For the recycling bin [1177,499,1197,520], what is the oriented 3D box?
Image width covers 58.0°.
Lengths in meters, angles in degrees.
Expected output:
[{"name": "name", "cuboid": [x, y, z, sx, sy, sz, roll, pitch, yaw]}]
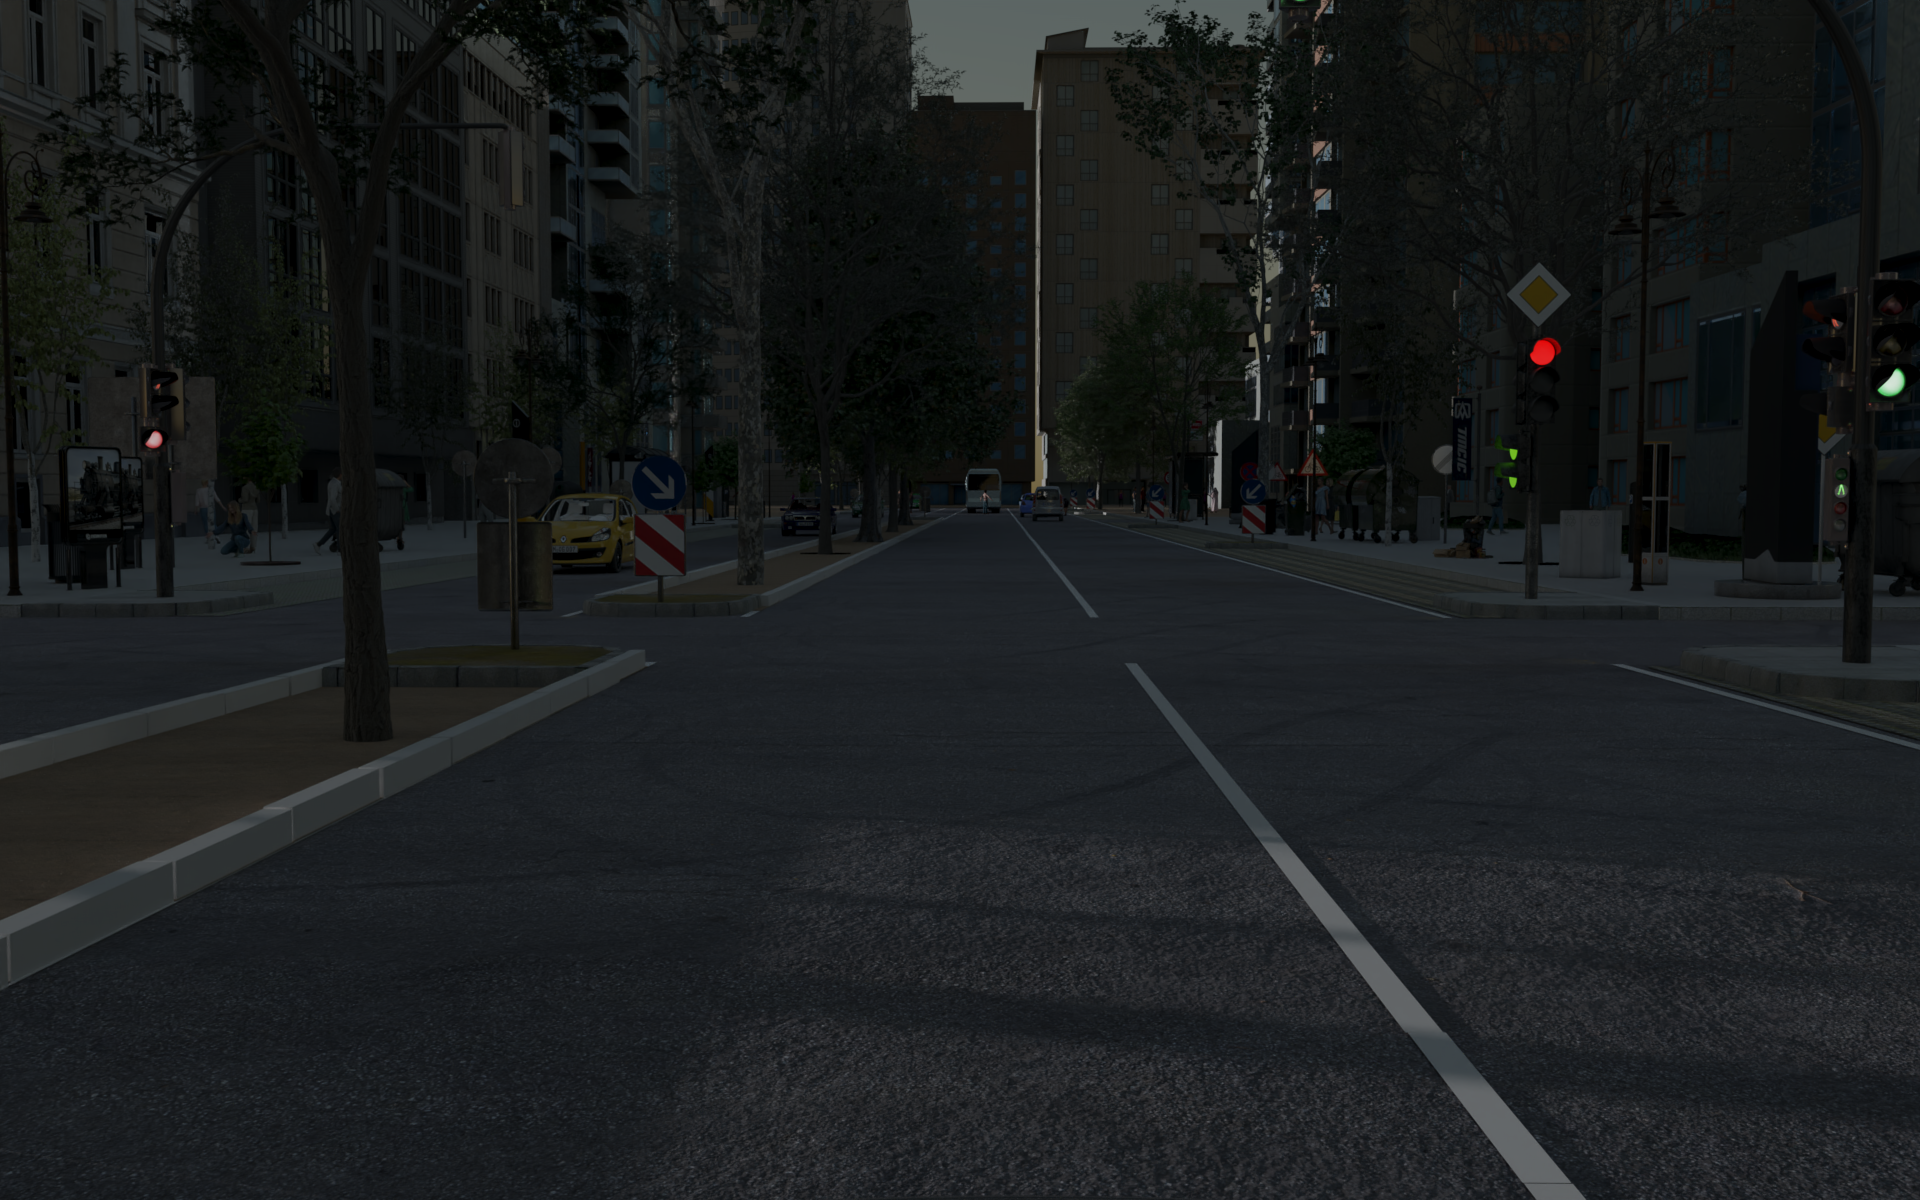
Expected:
[{"name": "recycling bin", "cuboid": [11.137, -4.431, 84.995, 0.722, 1.027, 0.722, -2, 4, -32]}]

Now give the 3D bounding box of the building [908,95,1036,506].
[{"name": "building", "cuboid": [1.397, -33.512, 198.039, 14.200, 45.320, 14.600, 0, 4, 1]}]

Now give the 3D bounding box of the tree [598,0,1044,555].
[{"name": "tree", "cuboid": [-3.154, -7.802, 40.392, 12.009, 13.543, 11.850, 0, 3, 0]}]

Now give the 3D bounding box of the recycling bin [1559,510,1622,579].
[{"name": "recycling bin", "cuboid": [9.695, -0.861, 26.631, 0.722, 1.027, 0.722, 3, 5, 40]}]

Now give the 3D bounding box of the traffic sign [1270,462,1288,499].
[{"name": "traffic sign", "cuboid": [12.849, -4.295, 70.219, 0.884, 2.594, 0.081, 1, 4, 10]}]

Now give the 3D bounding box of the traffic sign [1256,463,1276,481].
[{"name": "traffic sign", "cuboid": [12.164, -4.207, 68.890, 0.768, 2.556, 0.104, 1, 4, 9]}]

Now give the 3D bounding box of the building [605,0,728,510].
[{"name": "building", "cuboid": [-36.146, -32.431, 149.850, 30.456, 49.044, 23.786, 0, 4, 1]}]

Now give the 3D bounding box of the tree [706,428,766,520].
[{"name": "tree", "cuboid": [-11.215, -6.254, 85.966, 4.285, 4.588, 4.351, 0, 3, 0]}]

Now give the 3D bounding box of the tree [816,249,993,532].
[{"name": "tree", "cuboid": [-2.612, -8.833, 65.005, 7.486, 12.596, 7.792, 0, 3, 0]}]

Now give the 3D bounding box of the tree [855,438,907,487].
[{"name": "tree", "cuboid": [-2.748, -7.253, 71.405, 4.360, 8.622, 3.978, 0, 3, 0]}]

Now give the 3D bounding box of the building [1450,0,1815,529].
[{"name": "building", "cuboid": [36.930, -13.599, 67.387, 27.650, 21.520, 28.899, 0, 4, 1]}]

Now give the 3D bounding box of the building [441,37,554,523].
[{"name": "building", "cuboid": [-28.913, -16.420, 86.493, 12.078, 24.808, 19.932, 0, 4, 1]}]

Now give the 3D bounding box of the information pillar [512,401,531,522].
[{"name": "information pillar", "cuboid": [-11.023, -3.188, 43.486, 0.504, 3.616, 0.183, 2, 4, 24]}]

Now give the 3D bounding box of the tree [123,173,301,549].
[{"name": "tree", "cuboid": [-17.464, -5.496, 40.218, 4.360, 8.622, 3.978, 0, 3, 0]}]

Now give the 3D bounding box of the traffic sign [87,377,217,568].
[{"name": "traffic sign", "cuboid": [-14.036, -2.217, 30.114, 2.265, 3.308, 0.079, 0, 4, 3]}]

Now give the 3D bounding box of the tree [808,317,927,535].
[{"name": "tree", "cuboid": [-2.732, -6.490, 58.926, 4.737, 8.622, 4.395, 0, 3, 0]}]

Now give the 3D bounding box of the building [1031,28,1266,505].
[{"name": "building", "cuboid": [22.401, -37.670, 205.147, 27.495, 52.752, 28.713, 0, 4, 1]}]

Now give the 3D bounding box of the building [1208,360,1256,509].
[{"name": "building", "cuboid": [33.814, -50.796, 143.179, 22.319, 86.520, 31.000, 0, 4, 1]}]

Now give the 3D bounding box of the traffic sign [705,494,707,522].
[{"name": "traffic sign", "cuboid": [-11.730, -4.887, 79.907, 0.884, 2.594, 0.081, 0, 4, 8]}]

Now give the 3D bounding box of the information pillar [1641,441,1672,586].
[{"name": "information pillar", "cuboid": [9.770, -1.217, 24.385, 0.304, 2.012, 0.304, -1, 4, -23]}]

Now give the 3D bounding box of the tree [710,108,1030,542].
[{"name": "tree", "cuboid": [-2.698, -8.063, 51.299, 9.611, 12.733, 9.660, 0, 3, 0]}]

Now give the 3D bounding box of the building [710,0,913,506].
[{"name": "building", "cuboid": [-19.732, -40.340, 201.563, 28.212, 58.520, 21.231, 0, 4, 1]}]

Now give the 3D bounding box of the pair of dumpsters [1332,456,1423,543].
[{"name": "pair of dumpsters", "cuboid": [11.288, -2.716, 46.905, 1.574, 2.255, 4.437, 0, 4, 1]}]

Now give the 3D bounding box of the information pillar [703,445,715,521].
[{"name": "information pillar", "cuboid": [-11.882, -5.536, 81.867, 0.504, 3.616, 0.183, -2, 4, -34]}]

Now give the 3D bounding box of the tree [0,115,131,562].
[{"name": "tree", "cuboid": [-17.520, -5.017, 32.386, 4.737, 8.622, 4.395, 0, 3, 0]}]

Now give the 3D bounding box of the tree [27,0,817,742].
[{"name": "tree", "cuboid": [-3.408, -4.478, 10.092, 8.767, 10.594, 7.601, 0, 4, 1]}]

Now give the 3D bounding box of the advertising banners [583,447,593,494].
[{"name": "advertising banners", "cuboid": [-14.272, -4.240, 65.517, 0.090, 3.025, 2.074, -2, 4, -33]}]

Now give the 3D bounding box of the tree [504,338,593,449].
[{"name": "tree", "cuboid": [-19.130, -7.921, 79.865, 4.360, 8.622, 3.978, 0, 3, 0]}]

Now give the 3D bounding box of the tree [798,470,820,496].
[{"name": "tree", "cuboid": [-11.047, -7.829, 122.607, 1.663, 3.219, 1.824, 0, 3, 0]}]

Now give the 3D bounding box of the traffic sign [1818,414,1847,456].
[{"name": "traffic sign", "cuboid": [11.675, -1.447, 23.391, 0.795, 2.593, 0.064, 0, 4, 5]}]

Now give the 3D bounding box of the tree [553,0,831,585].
[{"name": "tree", "cuboid": [-4.481, -10.343, 27.458, 12.611, 20.169, 13.585, 0, 3, 0]}]

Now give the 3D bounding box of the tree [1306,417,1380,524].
[{"name": "tree", "cuboid": [16.210, -5.498, 73.610, 4.285, 4.588, 4.351, 0, 3, 0]}]

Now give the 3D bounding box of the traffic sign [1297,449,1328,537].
[{"name": "traffic sign", "cuboid": [10.191, -3.064, 50.097, 0.884, 2.594, 0.081, 0, 4, 8]}]

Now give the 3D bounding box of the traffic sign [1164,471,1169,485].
[{"name": "traffic sign", "cuboid": [11.681, -5.874, 96.140, 0.768, 2.556, 0.104, 0, 4, 3]}]

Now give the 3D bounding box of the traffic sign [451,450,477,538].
[{"name": "traffic sign", "cuboid": [-14.351, -3.060, 50.144, 0.768, 2.556, 0.104, 0, 4, 4]}]

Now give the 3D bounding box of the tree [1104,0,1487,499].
[{"name": "tree", "cuboid": [11.703, -12.404, 58.688, 12.611, 20.169, 13.585, 0, 3, 0]}]

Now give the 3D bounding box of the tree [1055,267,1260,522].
[{"name": "tree", "cuboid": [10.212, -9.493, 80.971, 9.928, 11.665, 9.643, 0, 3, 0]}]

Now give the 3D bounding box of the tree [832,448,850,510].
[{"name": "tree", "cuboid": [-9.470, -13.049, 139.103, 9.928, 11.665, 9.643, 0, 3, 0]}]

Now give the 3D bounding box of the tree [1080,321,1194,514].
[{"name": "tree", "cuboid": [11.340, -11.977, 113.956, 7.486, 12.596, 7.792, 0, 3, 0]}]

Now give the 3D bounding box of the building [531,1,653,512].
[{"name": "building", "cuboid": [-32.340, -48.847, 111.321, 22.319, 86.520, 31.000, 0, 4, 1]}]

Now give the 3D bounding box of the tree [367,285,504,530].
[{"name": "tree", "cuboid": [-18.714, -6.746, 60.664, 4.360, 8.622, 3.978, 0, 3, 0]}]

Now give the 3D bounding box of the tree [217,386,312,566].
[{"name": "tree", "cuboid": [-12.648, -2.245, 31.315, 1.663, 3.219, 1.824, 0, 3, 0]}]

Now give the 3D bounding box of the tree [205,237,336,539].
[{"name": "tree", "cuboid": [-19.395, -6.030, 48.959, 4.737, 8.622, 4.395, 0, 3, 0]}]

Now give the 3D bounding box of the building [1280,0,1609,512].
[{"name": "building", "cuboid": [33.370, -28.132, 114.578, 22.147, 44.769, 28.867, 0, 4, 1]}]

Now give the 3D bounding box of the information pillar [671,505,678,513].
[{"name": "information pillar", "cuboid": [-14.225, -5.001, 86.256, 0.304, 2.012, 0.304, 0, 4, -4]}]

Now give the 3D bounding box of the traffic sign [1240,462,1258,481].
[{"name": "traffic sign", "cuboid": [11.615, -4.239, 69.413, 0.768, 2.556, 0.104, 1, 4, 10]}]

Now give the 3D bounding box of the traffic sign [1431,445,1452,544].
[{"name": "traffic sign", "cuboid": [12.552, -2.730, 44.737, 0.768, 2.556, 0.104, 0, 4, 7]}]

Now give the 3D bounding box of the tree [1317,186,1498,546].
[{"name": "tree", "cuboid": [10.749, -5.619, 42.233, 4.360, 8.622, 3.978, 0, 3, 0]}]

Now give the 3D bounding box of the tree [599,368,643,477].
[{"name": "tree", "cuboid": [-18.963, -8.786, 94.010, 4.737, 8.622, 4.395, 0, 3, 0]}]

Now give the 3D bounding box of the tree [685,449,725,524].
[{"name": "tree", "cuboid": [-10.934, -4.839, 73.715, 1.663, 3.219, 1.824, 0, 3, 0]}]

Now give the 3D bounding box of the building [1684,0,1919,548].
[{"name": "building", "cuboid": [36.156, -44.505, 40.331, 31.000, 86.520, 22.319, 0, 4, 1]}]

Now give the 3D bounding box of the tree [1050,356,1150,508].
[{"name": "tree", "cuboid": [13.129, -15.581, 161.408, 9.857, 13.997, 8.962, 0, 3, 0]}]

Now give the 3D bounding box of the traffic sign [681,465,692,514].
[{"name": "traffic sign", "cuboid": [-12.138, -4.673, 76.512, 0.768, 2.556, 0.104, 1, 4, 10]}]

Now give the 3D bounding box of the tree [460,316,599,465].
[{"name": "tree", "cuboid": [-18.157, -7.378, 70.992, 4.737, 8.622, 4.395, 0, 3, 0]}]

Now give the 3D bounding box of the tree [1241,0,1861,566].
[{"name": "tree", "cuboid": [10.441, -7.393, 31.241, 12.009, 13.543, 11.850, 0, 3, 0]}]

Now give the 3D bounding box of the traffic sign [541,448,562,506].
[{"name": "traffic sign", "cuboid": [-11.270, -2.893, 47.401, 0.768, 2.556, 0.104, 0, 4, 2]}]

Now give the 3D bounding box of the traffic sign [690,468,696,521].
[{"name": "traffic sign", "cuboid": [-12.712, -5.081, 83.175, 0.768, 2.556, 0.104, 0, 4, 2]}]
